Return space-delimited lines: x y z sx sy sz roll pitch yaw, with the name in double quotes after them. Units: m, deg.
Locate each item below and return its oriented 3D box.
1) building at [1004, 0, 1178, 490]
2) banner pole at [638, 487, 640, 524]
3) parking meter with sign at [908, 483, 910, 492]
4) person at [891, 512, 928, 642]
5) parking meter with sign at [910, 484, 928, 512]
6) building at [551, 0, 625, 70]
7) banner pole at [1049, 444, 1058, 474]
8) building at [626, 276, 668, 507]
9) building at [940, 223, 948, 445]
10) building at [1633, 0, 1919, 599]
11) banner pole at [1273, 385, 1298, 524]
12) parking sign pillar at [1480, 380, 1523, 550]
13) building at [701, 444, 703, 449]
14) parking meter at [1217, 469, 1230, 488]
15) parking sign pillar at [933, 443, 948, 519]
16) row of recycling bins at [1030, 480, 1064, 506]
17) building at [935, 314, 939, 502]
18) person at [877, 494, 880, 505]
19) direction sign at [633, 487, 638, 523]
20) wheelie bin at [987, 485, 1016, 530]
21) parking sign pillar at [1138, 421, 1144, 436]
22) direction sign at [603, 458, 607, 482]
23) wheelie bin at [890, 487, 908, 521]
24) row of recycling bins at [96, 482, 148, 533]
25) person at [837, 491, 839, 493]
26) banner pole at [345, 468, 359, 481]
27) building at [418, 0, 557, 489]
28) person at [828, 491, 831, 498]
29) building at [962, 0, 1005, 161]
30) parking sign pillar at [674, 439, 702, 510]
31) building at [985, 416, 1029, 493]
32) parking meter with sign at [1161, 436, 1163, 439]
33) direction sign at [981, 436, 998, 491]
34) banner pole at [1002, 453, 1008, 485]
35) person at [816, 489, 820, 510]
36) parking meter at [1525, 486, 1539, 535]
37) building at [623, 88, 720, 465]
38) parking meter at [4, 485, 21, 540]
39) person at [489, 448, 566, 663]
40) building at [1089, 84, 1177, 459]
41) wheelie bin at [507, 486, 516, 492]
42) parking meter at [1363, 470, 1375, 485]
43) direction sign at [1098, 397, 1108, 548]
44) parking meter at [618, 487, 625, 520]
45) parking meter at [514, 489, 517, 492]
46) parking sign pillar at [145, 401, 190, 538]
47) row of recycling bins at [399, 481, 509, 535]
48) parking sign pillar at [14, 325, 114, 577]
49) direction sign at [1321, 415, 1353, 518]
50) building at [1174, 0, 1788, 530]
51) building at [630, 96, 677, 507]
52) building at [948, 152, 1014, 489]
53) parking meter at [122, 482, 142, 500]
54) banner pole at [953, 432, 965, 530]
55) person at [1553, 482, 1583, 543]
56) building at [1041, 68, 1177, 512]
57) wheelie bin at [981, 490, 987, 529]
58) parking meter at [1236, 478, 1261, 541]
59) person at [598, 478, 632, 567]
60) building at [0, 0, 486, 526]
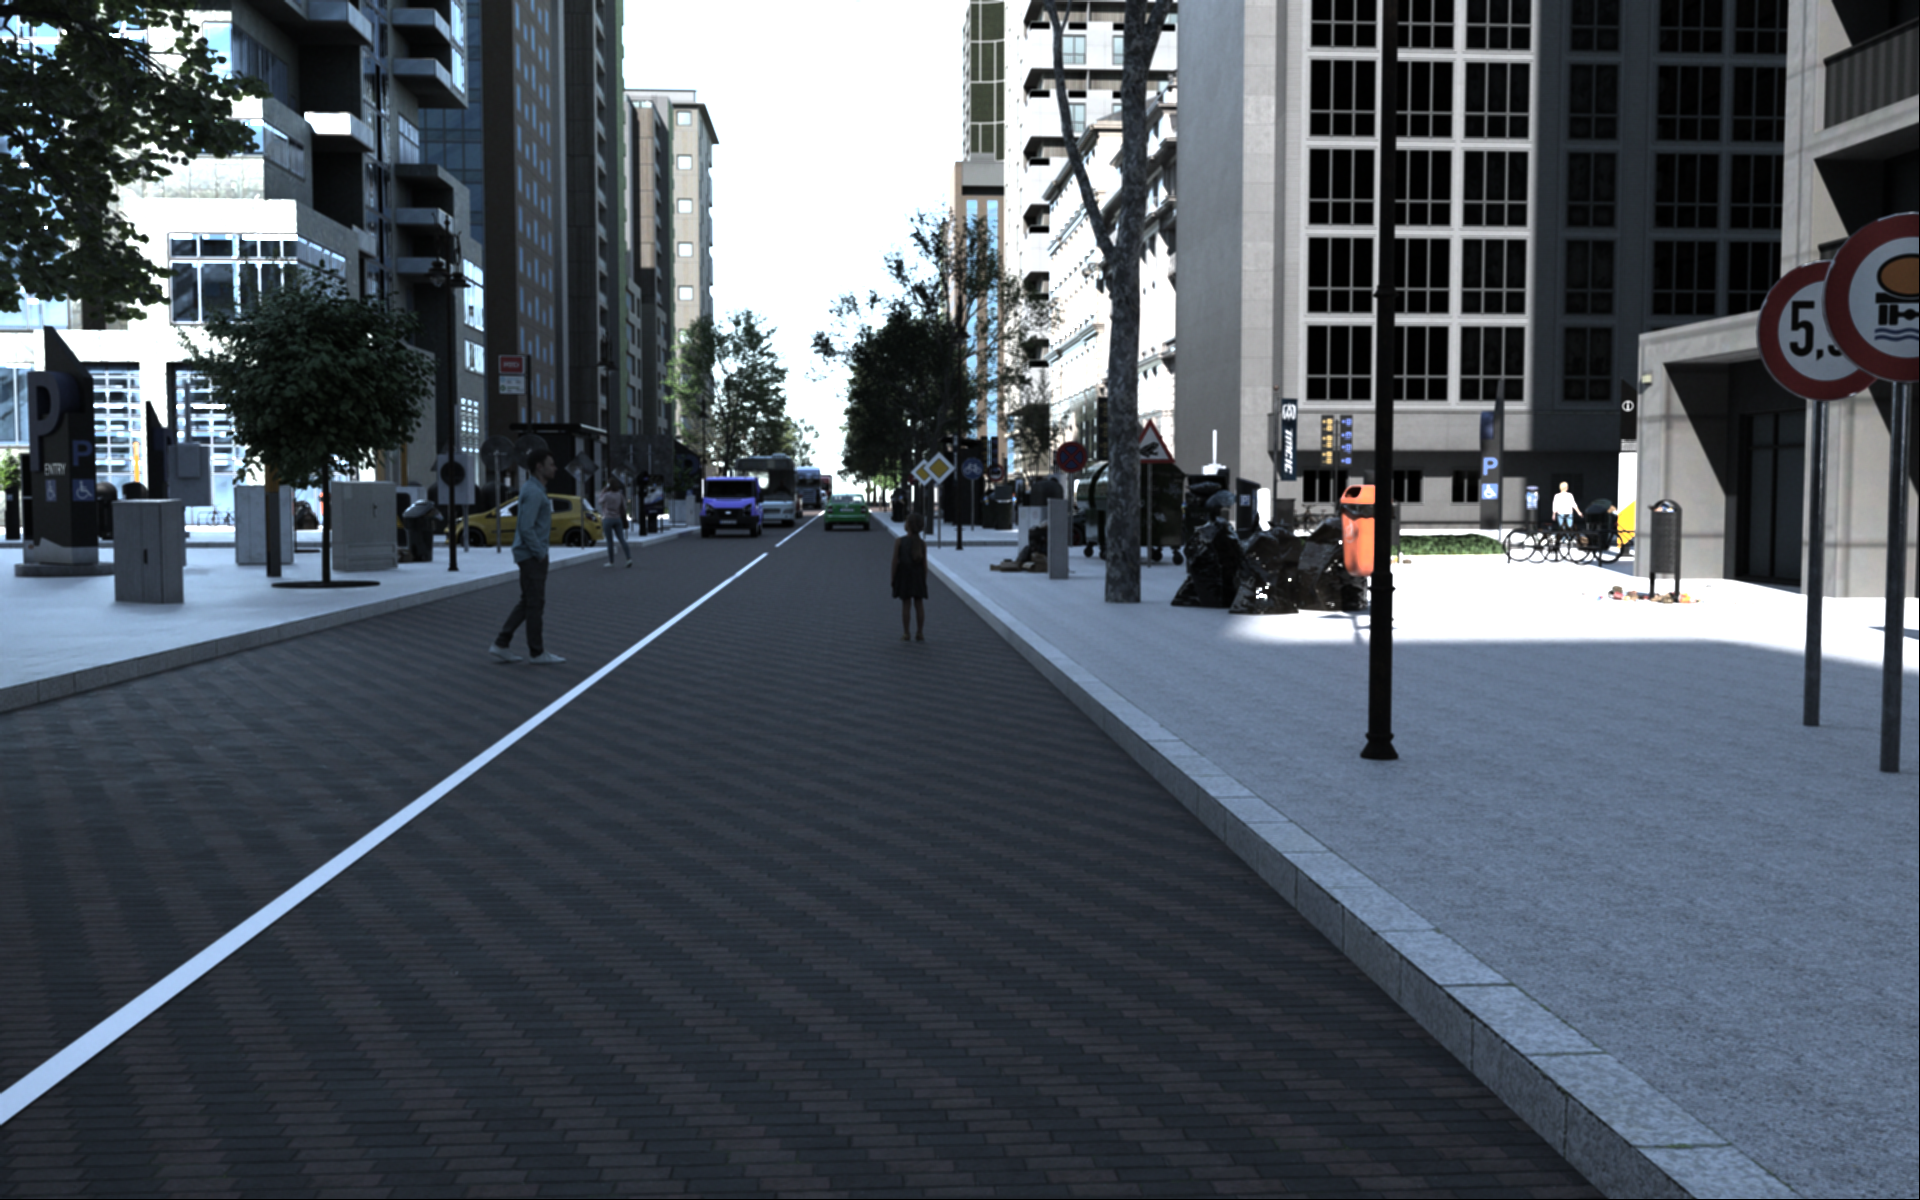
18.386 -34.380 151.359 28.713 52.752 27.495 0 4 -4 "building"
-13.452 -5.115 73.646 0.863 3.779 0.401 -3 4 -38 "banner pole"
-3.769 -7.811 123.964 1.738 3.016 0.543 0 4 4 "parking meter with sign"
-0.493 -0.226 16.863 0.362 1.253 0.373 -1 4 -13 "person"
-2.067 -6.850 108.262 1.738 3.016 0.543 1 4 10 "parking meter with sign"
-32.788 -27.246 129.069 14.154 41.232 14.086 0 4 -4 "building"
4.701 -5.942 87.167 0.401 3.779 0.863 3 5 43 "banner pole"
-41.013 -18.720 151.103 27.650 21.520 28.899 0 4 -4 "building"
3.917 -35.396 262.322 14.154 41.232 14.086 0 4 -4 "building"
21.231 -35.272 14.944 20.563 71.187 20.611 0 4 -4 "building"
7.445 -3.051 39.896 0.863 3.779 0.401 -2 4 -29 "banner pole"
12.384 -3.170 40.302 1.447 3.967 1.447 1 4 21 "parking sign pillar"
-50.448 -34.465 255.386 32.217 40.220 23.993 0 4 -4 "building"
6.000 -2.067 39.512 0.255 1.863 0.399 1 4 15 "parking meter"
-0.812 -6.248 90.631 1.447 3.967 1.447 -1 4 -13 "parking sign pillar"
2.604 -2.755 52.154 1.069 1.692 3.534 0 4 2 "row of recycling bins"
2.822 -30.892 276.779 14.160 30.474 14.107 0 4 -4 "building"
-9.564 -11.798 204.624 0.599 1.433 0.991 2 4 33 "person"
-14.564 -5.228 77.481 0.379 3.537 0.876 3 5 43 "direction sign"
1.537 -3.326 62.288 0.980 1.594 0.693 0 4 1 "wheelie bin"
6.552 -4.536 62.639 1.447 3.967 1.447 -2 4 -24 "parking sign pillar"
-22.239 -7.194 109.626 0.379 3.537 0.876 3 5 41 "direction sign"
-2.896 -4.579 82.781 0.693 1.594 0.980 -3 4 -36 "wheelie bin"
-28.724 -3.071 57.326 3.534 1.692 1.069 -1 4 -9 "row of recycling bins"
-15.527 -12.978 220.672 0.705 1.826 1.348 -1 4 -22 "person"
-23.238 -4.654 66.114 0.401 3.779 0.863 2 4 28 "banner pole"
-34.786 -28.327 113.254 14.600 45.320 14.200 0 4 -4 "building"
-17.460 -13.741 233.121 0.705 1.831 1.348 -3 5 -40 "person"
8.945 -49.297 244.260 20.563 71.187 20.611 0 4 -4 "building"
-13.280 -5.880 84.603 1.447 3.967 1.447 -2 4 -26 "parking sign pillar"
18.343 -29.725 177.886 32.217 40.220 23.993 0 4 -4 "building"
5.155 -3.385 51.604 1.738 3.016 0.543 -2 4 -29 "parking meter with sign"
1.149 -4.647 67.981 0.876 3.537 0.379 -3 5 -40 "direction sign"
2.748 -7.123 106.477 0.401 3.779 0.863 2 4 27 "banner pole"
-13.004 -9.171 158.079 0.705 1.869 1.348 -1 4 -11 "person"
17.865 -2.794 54.094 0.372 1.533 0.369 0 3 0 "parking meter"
-46.875 -39.149 229.319 28.713 52.752 27.495 0 4 -4 "building"
-26.752 -2.475 48.885 0.372 1.533 0.369 0 3 0 "parking meter"
-3.687 -0.378 14.706 0.620 1.820 0.660 -1 4 -21 "person"
14.805 -15.058 87.993 13.314 21.916 24.055 0 4 -4 "building"
-18.364 -3.804 70.103 0.980 1.594 0.693 1 4 9 "wheelie bin"
9.894 -2.205 41.768 0.255 1.863 0.399 0 4 -4 "parking meter"
3.544 -2.979 40.705 0.876 3.537 0.379 -3 5 -42 "direction sign"
-15.676 -4.564 80.329 0.399 1.863 0.255 1 4 18 "parking meter"
-22.283 -4.830 87.384 0.372 1.533 0.369 0 3 0 "parking meter"
-23.447 -3.816 50.857 1.447 3.967 1.447 -1 4 -9 "parking sign pillar"
-16.086 -2.937 55.139 3.534 1.692 1.069 -3 4 -36 "row of recycling bins"
-14.155 -2.376 27.316 1.447 3.967 1.447 3 4 38 "parking sign pillar"
10.760 -3.519 49.539 0.876 3.537 0.379 0 4 4 "direction sign"
21.429 -16.719 66.857 24.014 27.812 14.314 0 4 -4 "building"
-36.112 -29.901 172.480 14.154 41.232 14.086 0 4 -4 "building"
5.781 -35.311 227.437 14.600 45.320 14.200 0 4 -4 "building"
-17.805 -1.765 37.271 0.372 1.533 0.369 0 3 0 "parking meter"
-0.098 -4.389 61.778 0.401 3.779 0.863 -1 4 -22 "banner pole"
15.805 -2.192 45.008 0.731 1.740 0.598 1 4 14 "person"
12.798 -19.267 112.283 12.463 27.353 25.104 0 4 -4 "building"
1.119 -3.471 64.663 0.693 1.594 0.980 0 4 1 "wheelie bin"
4.424 -1.113 26.614 0.372 1.533 0.369 0 3 0 "parking meter"
-6.742 -1.526 34.042 0.593 1.750 0.643 -3 5 -40 "person"
-35.496 -47.014 81.345 22.319 86.520 31.000 0 4 -4 "building"
